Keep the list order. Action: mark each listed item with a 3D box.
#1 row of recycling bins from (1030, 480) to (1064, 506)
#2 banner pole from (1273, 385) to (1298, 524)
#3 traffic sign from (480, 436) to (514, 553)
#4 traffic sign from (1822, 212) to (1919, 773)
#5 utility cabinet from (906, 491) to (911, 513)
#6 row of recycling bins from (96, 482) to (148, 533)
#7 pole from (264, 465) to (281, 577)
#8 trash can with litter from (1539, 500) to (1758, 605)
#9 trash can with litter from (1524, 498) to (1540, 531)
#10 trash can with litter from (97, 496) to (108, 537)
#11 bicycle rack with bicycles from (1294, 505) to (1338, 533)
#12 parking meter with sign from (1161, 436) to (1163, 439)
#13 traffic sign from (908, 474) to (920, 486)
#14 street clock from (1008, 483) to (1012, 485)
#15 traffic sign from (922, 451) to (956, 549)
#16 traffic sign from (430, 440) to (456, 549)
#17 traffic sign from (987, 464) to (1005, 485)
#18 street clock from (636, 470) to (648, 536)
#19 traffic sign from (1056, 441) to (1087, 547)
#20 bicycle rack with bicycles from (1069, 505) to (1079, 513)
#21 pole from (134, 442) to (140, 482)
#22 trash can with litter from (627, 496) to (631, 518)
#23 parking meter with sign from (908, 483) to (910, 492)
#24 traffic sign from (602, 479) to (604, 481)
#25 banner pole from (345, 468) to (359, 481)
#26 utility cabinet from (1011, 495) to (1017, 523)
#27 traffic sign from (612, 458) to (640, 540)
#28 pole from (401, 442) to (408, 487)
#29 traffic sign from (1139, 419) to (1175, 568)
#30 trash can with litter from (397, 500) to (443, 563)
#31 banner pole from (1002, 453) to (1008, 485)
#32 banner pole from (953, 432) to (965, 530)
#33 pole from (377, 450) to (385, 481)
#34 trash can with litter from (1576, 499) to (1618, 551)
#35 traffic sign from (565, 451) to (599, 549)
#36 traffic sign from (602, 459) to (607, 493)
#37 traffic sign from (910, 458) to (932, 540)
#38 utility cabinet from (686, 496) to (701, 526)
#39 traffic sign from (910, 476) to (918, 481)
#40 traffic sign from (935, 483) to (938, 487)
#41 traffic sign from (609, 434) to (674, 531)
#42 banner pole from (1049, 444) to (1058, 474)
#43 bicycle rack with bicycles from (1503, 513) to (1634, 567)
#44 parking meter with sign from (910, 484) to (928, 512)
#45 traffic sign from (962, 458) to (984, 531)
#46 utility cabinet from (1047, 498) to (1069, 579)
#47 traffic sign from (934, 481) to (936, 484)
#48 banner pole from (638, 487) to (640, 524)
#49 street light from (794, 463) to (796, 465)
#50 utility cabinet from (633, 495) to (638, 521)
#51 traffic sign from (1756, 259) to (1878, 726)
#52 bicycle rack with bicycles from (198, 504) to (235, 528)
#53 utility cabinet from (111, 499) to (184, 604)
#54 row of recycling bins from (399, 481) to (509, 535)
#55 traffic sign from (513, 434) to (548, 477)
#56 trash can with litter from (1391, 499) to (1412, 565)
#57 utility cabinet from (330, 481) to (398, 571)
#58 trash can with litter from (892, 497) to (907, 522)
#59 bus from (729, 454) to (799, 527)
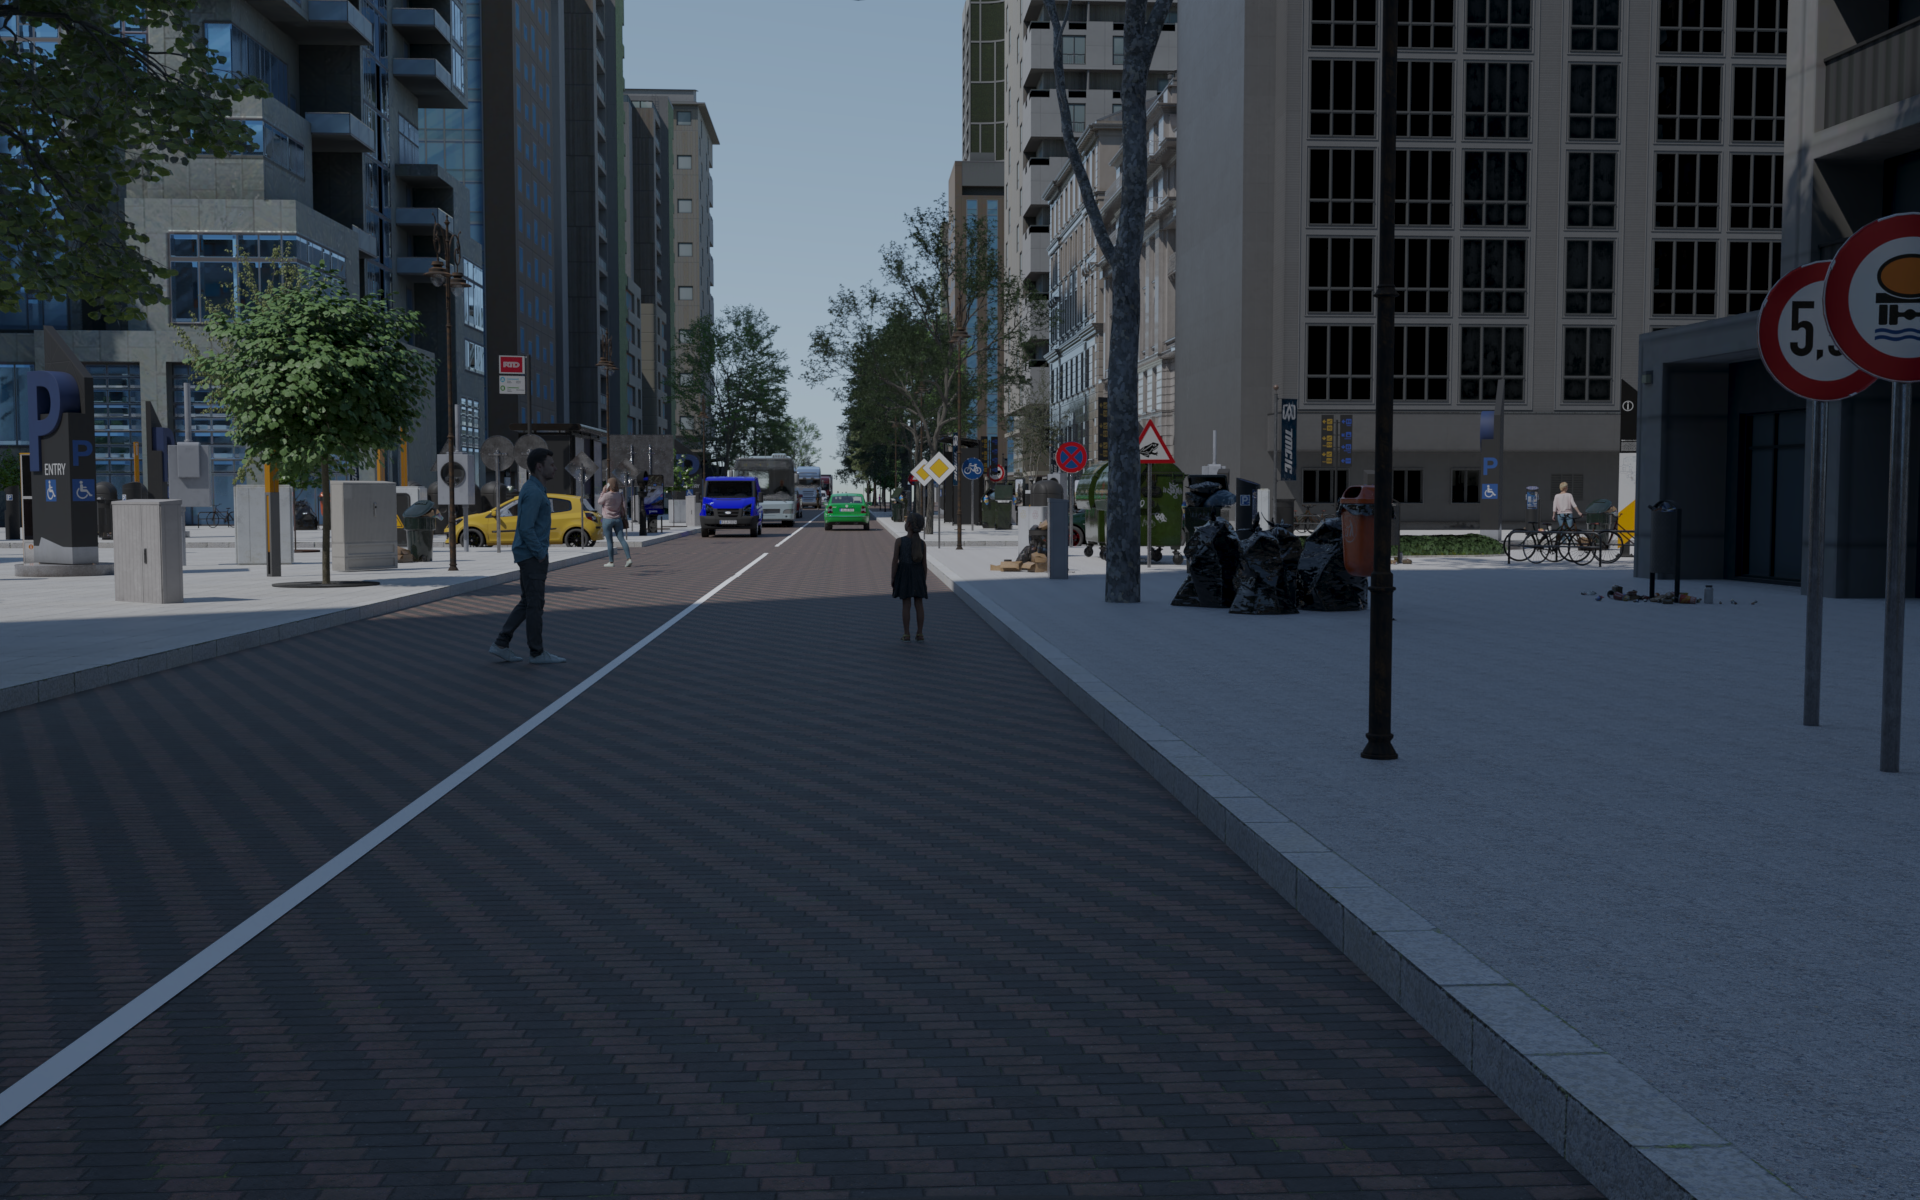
[{"bbox_3d":[2.604,-2.755,52.154,1.069,1.692,3.534,0,4,2],"label":"row of recycling bins"},{"bbox_3d":[7.445,-3.051,39.896,0.863,3.779,0.401,-2,4,-29],"label":"banner pole"},{"bbox_3d":[-10.074,-2.303,37.760,0.768,2.556,0.104,0,3,0],"label":"traffic sign"},{"bbox_3d":[4.299,-0.479,7.932,0.768,2.556,0.104,0,4,4],"label":"traffic sign"},{"bbox_3d":[-3.369,-6.095,108.330,0.318,1.500,1.173,1,4,13],"label":"utility cabinet"},{"bbox_3d":[-28.724,-3.071,57.326,3.534,1.692,1.069,-1,4,-9],"label":"row of recycling bins"},{"bbox_3d":[-10.657,-2.016,26.805,0.158,3.312,0.155,0,3,0],"label":"pole"},{"bbox_3d":[8.415,-0.608,20.995,1.678,1.210,2.233,-1,4,-11],"label":"trash can with litter"},{"bbox_3d":[19.582,-2.931,58.984,1.678,1.210,2.233,0,4,-3],"label":"trash can with litter"},{"bbox_3d":[-26.050,-2.530,52.420,1.678,1.210,2.233,-2,4,-32],"label":"trash can with litter"},{"bbox_3d":[11.442,-2.636,56.481,2.852,0.926,2.925,-3,5,-44],"label":"bicycle rack with bicycles"},{"bbox_3d":[5.155,-3.385,51.604,1.738,3.016,0.543,-2,4,-29],"label":"parking meter with sign"},{"bbox_3d":[-2.767,-6.411,104.926,0.768,2.556,0.104,0,4,-1],"label":"traffic sign"},{"bbox_3d":[3.108,-6.426,109.642,0.358,2.002,0.471,-1,4,-23],"label":"street clock"},{"bbox_3d":[-0.492,-2.268,40.724,0.795,2.450,0.064,0,4,-4],"label":"traffic sign"},{"bbox_3d":[-11.964,-2.483,40.595,0.884,2.594,0.081,0,4,-3],"label":"traffic sign"},{"bbox_3d":[1.493,-4.434,72.599,0.768,2.556,0.104,0,4,4],"label":"traffic sign"},{"bbox_3d":[-9.742,-2.974,53.189,0.358,2.002,0.471,1,4,9],"label":"street clock"},{"bbox_3d":[2.692,-2.553,41.854,0.768,2.556,0.104,0,4,6],"label":"traffic sign"},{"bbox_3d":[4.563,-4.131,80.924,2.925,0.926,2.852,0,4,5],"label":"bicycle rack with bicycles"},{"bbox_3d":[-32.223,-4.525,67.829,0.158,3.312,0.155,0,3,0],"label":"pole"},{"bbox_3d":[-17.229,-4.947,92.273,1.055,1.170,0.624,2,4,30],"label":"trash can with litter"},{"bbox_3d":[-3.769,-7.811,123.964,1.738,3.016,0.543,0,4,4],"label":"parking meter with sign"},{"bbox_3d":[-14.161,-4.168,68.246,0.768,2.556,0.104,0,4,3],"label":"traffic sign"},{"bbox_3d":[-23.238,-4.654,66.114,0.401,3.779,0.863,2,4,28],"label":"banner pole"},{"bbox_3d":[2.597,-4.057,77.500,1.020,1.237,0.306,-2,4,-23],"label":"utility cabinet"},{"bbox_3d":[-9.285,-2.724,48.181,0.795,2.450,0.064,0,4,-4],"label":"traffic sign"},{"bbox_3d":[-15.154,-3.266,47.249,0.158,3.312,0.155,0,3,0],"label":"pole"},{"bbox_3d":[3.293,-1.841,30.104,0.884,2.594,0.081,0,4,-3],"label":"traffic sign"},{"bbox_3d":[-10.269,-1.295,32.565,0.624,1.170,1.055,1,4,20],"label":"trash can with litter"},{"bbox_3d":[2.748,-7.123,106.477,0.401,3.779,0.863,2,4,27],"label":"banner pole"},{"bbox_3d":[-0.098,-4.389,61.778,0.401,3.779,0.863,-1,4,-22],"label":"banner pole"},{"bbox_3d":[-16.556,-3.406,49.532,0.158,3.312,0.155,0,3,0],"label":"pole"},{"bbox_3d":[14.464,-1.711,39.362,0.624,1.170,1.055,3,5,43],"label":"trash can with litter"},{"bbox_3d":[-8.770,-2.237,40.212,0.795,2.450,0.064,0,4,-4],"label":"traffic sign"},{"bbox_3d":[-12.808,-3.844,62.947,0.768,2.556,0.104,0,4,6],"label":"traffic sign"},{"bbox_3d":[-1.007,-2.755,48.693,0.795,2.450,0.064,0,4,-4],"label":"traffic sign"},{"bbox_3d":[-10.755,-3.588,69.818,0.306,1.237,1.020,-2,4,-29],"label":"utility cabinet"},{"bbox_3d":[-1.621,-4.361,71.312,0.884,2.594,0.081,0,4,1],"label":"traffic sign"},{"bbox_3d":[-1.659,-6.529,108.878,0.606,2.300,0.079,0,4,0],"label":"traffic sign"},{"bbox_3d":[-10.903,-3.995,59.189,2.265,3.308,0.079,0,4,5],"label":"traffic sign"},{"bbox_3d":[4.701,-5.942,87.167,0.401,3.779,0.863,3,5,43],"label":"banner pole"},{"bbox_3d":[11.294,-1.132,31.892,2.852,0.926,2.925,-3,5,-42],"label":"bicycle rack with bicycles"},{"bbox_3d":[-2.067,-6.850,108.262,1.738,3.016,0.543,1,4,10],"label":"parking meter with sign"},{"bbox_3d":[0.441,-3.702,60.635,0.768,2.556,0.104,0,4,-3],"label":"traffic sign"},{"bbox_3d":[1.509,-0.942,26.561,0.306,1.237,1.020,0,4,1],"label":"utility cabinet"},{"bbox_3d":[-1.484,-5.633,92.198,0.768,2.556,0.104,0,4,-2],"label":"traffic sign"},{"bbox_3d":[-13.452,-5.115,73.646,0.863,3.779,0.401,-3,4,-38],"label":"banner pole"},{"bbox_3d":[-19.959,-14.404,208.288,0.468,5.910,1.993,0,4,-4],"label":"street light"},{"bbox_3d":[-15.460,-4.365,82.525,0.306,1.237,1.020,-1,4,-18],"label":"utility cabinet"},{"bbox_3d":[4.719,-0.576,9.524,0.768,2.556,0.104,0,4,0],"label":"traffic sign"},{"bbox_3d":[-27.344,-3.202,65.735,2.852,0.926,2.925,1,4,15],"label":"bicycle rack with bicycles"},{"bbox_3d":[-9.649,-0.575,20.561,1.020,1.237,0.306,2,4,34],"label":"utility cabinet"},{"bbox_3d":[-16.086,-2.937,55.139,3.534,1.692,1.069,-3,4,-36],"label":"row of recycling bins"},{"bbox_3d":[-9.155,-2.254,36.952,0.768,2.556,0.104,0,4,2],"label":"traffic sign"},{"bbox_3d":[7.426,-1.275,31.901,2.233,1.210,1.678,0,4,-4],"label":"trash can with litter"},{"bbox_3d":[-9.949,-1.241,28.964,0.318,1.500,1.173,2,4,27],"label":"utility cabinet"},{"bbox_3d":[-2.558,-4.105,78.506,1.055,1.170,0.624,1,4,20],"label":"trash can with litter"},{"bbox_3d":[-8.784,-5.146,78.996,2.948,3.499,13.247,0,4,-5],"label":"bus"}]
